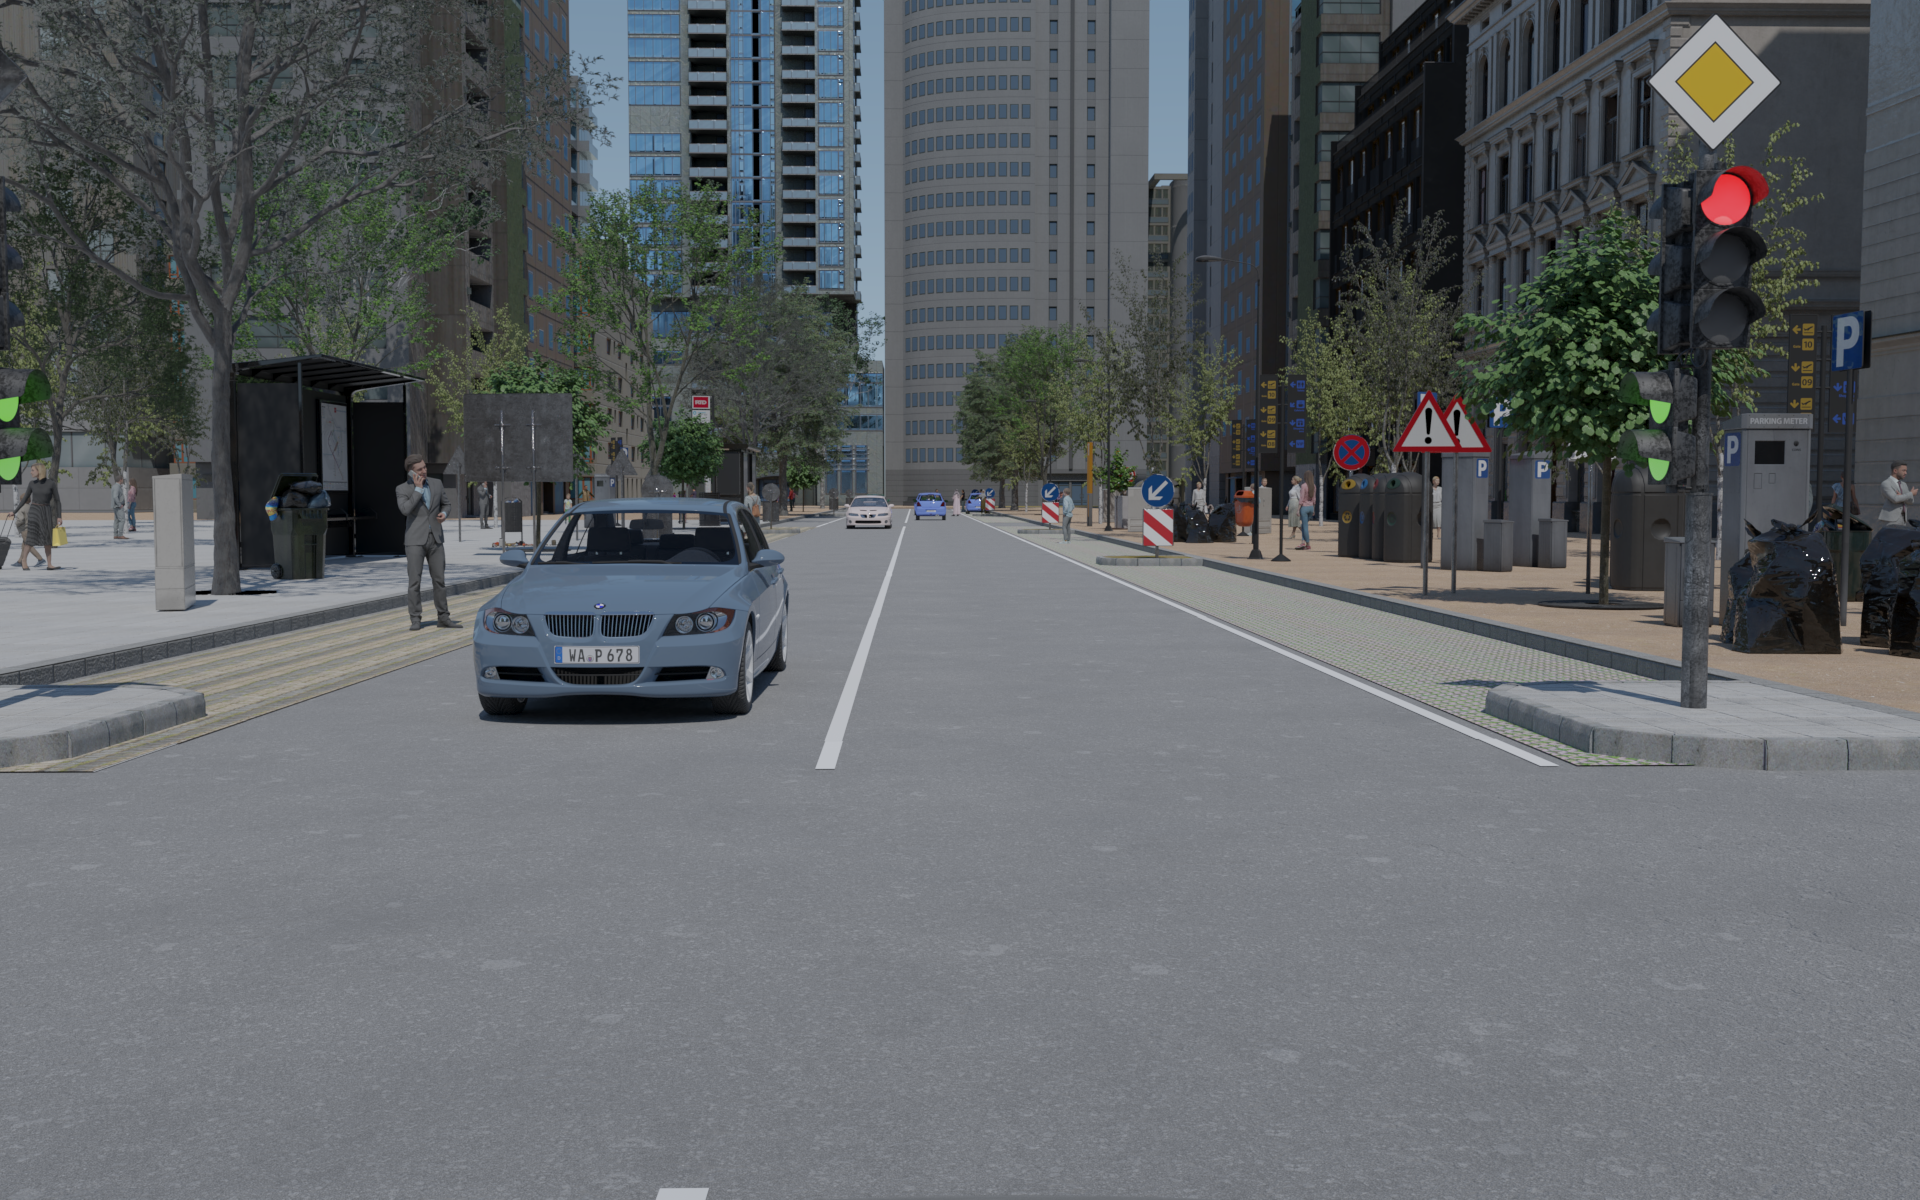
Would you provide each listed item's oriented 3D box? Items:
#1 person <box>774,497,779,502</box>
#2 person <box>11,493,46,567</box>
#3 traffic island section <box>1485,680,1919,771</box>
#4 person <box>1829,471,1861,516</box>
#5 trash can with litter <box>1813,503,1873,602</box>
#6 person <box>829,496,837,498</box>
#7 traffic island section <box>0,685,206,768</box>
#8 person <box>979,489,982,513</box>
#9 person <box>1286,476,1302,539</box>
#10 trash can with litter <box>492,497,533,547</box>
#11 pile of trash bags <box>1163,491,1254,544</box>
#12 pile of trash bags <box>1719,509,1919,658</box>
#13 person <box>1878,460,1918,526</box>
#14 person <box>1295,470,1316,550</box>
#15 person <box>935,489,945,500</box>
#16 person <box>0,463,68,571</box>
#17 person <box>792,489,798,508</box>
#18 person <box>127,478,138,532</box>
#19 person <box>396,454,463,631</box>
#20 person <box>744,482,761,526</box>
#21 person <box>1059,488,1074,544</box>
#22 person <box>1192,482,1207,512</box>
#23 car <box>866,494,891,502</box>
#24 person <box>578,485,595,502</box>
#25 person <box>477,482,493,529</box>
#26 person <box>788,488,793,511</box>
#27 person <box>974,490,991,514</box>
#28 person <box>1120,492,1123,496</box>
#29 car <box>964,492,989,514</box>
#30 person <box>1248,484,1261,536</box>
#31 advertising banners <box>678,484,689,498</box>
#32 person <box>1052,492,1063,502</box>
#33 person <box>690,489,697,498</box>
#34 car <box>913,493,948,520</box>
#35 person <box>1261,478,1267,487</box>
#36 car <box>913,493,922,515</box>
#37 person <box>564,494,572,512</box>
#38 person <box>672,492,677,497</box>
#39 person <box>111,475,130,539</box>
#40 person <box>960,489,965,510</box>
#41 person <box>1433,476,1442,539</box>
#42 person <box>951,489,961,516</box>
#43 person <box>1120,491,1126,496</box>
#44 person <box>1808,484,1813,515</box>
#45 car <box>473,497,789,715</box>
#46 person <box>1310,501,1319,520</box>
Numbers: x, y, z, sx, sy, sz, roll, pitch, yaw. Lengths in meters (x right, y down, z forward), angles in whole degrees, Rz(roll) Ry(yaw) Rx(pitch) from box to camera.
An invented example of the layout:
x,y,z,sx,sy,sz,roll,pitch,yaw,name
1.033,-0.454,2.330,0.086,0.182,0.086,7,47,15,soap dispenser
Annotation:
x,y,z,sx,sy,sz,roll,pitch,yaw,name
-14.227,-7.644,134.260,0.421,1.427,0.697,-1,4,-20,person
-16.326,-1.222,30.291,0.640,1.303,0.475,0,4,-5,person
4.434,0.726,10.418,2.009,0.180,2.903,0,4,-1,traffic island section
19.969,-2.015,39.089,0.616,1.811,0.778,3,4,38,person
10.830,-0.572,20.736,1.055,1.170,0.624,1,4,11,trash can with litter
-12.237,-9.708,167.236,0.705,1.824,1.348,-3,5,-45,person
-5.804,0.741,10.158,2.009,0.180,2.903,0,4,-1,traffic island section
1.595,-7.568,132.255,0.705,1.822,1.348,1,4,15,person
9.620,-2.638,49.405,0.641,1.798,0.478,0,4,0,person
-10.641,-1.937,42.733,2.233,1.210,1.678,-2,4,-33,trash can with litter
6.646,-2.194,45.626,1.912,1.369,3.447,-2,4,-28,pile of trash bags
7.948,-0.258,13.967,3.447,1.369,1.912,2,4,31,pile of trash bags
14.213,-1.223,26.226,0.511,1.800,0.466,-3,5,-42,person
7.924,-2.051,39.593,0.388,1.821,0.555,3,5,43,person
-1.812,-7.823,136.413,1.348,1.823,0.705,-2,4,-25,person
-15.758,-1.400,29.150,1.509,1.804,0.699,1,4,23,person
-15.454,-9.426,160.873,0.721,1.743,1.217,3,4,36,person
-28.343,-3.255,59.269,0.388,1.821,0.555,-2,4,-28,person
-5.566,-0.604,18.185,0.655,1.846,0.447,-3,5,-41,person
-4.716,-1.812,39.125,0.522,1.701,0.512,3,5,42,person
3.077,-2.417,49.834,0.330,1.601,0.589,2,4,35,person
9.991,-4.029,72.270,0.694,1.780,0.624,1,4,11,person
-5.897,-6.639,120.344,2.131,1.459,4.920,0,4,-3,car
-22.505,-6.004,104.301,1.348,1.812,0.705,-3,4,-38,person
-17.348,-3.520,63.398,0.447,1.846,0.655,1,4,16,person
-12.534,-7.472,128.151,0.705,1.831,1.348,0,4,5,person
1.584,-6.680,118.443,1.217,1.736,0.721,1,4,15,person
15.265,-9.477,161.783,1.217,1.735,0.721,0,4,1,person
1.269,-6.995,123.953,1.945,1.707,3.694,0,4,-2,car
9.078,-2.796,53.572,0.330,1.601,0.589,3,5,42,person
-12.032,-4.850,75.493,0.090,3.025,2.074,0,4,4,advertising banners
5.750,-5.670,101.973,0.697,1.427,0.421,2,4,27,person
-23.822,-9.054,154.529,0.568,1.767,0.683,1,4,17,person
-1.612,-5.271,95.772,1.945,1.707,3.694,0,4,-1,car
9.928,-3.094,56.848,0.478,1.798,0.641,-1,4,-12,person
-2.268,-6.640,118.156,1.945,1.707,3.694,0,4,-1,car
-16.609,-3.857,73.354,0.306,1.304,0.590,-2,4,-25,person
-25.197,-8.802,153.183,0.991,1.433,0.599,2,4,31,person
-23.963,-2.641,49.315,0.391,1.810,0.635,-3,5,-40,person
0.216,-8.256,143.493,0.705,1.822,1.348,1,4,16,person
13.553,-2.622,49.261,0.694,1.780,0.624,1,4,22,person
-0.243,-6.295,112.095,0.621,1.740,0.551,2,4,27,person
9.501,-5.685,99.709,1.217,1.735,0.721,1,4,22,person
17.428,-1.830,36.145,0.590,1.801,0.661,-1,4,-18,person
-2.258,-0.048,12.786,2.014,1.417,4.499,0,4,-1,car
17.344,-4.855,85.608,0.419,1.800,0.721,-3,4,-39,person
